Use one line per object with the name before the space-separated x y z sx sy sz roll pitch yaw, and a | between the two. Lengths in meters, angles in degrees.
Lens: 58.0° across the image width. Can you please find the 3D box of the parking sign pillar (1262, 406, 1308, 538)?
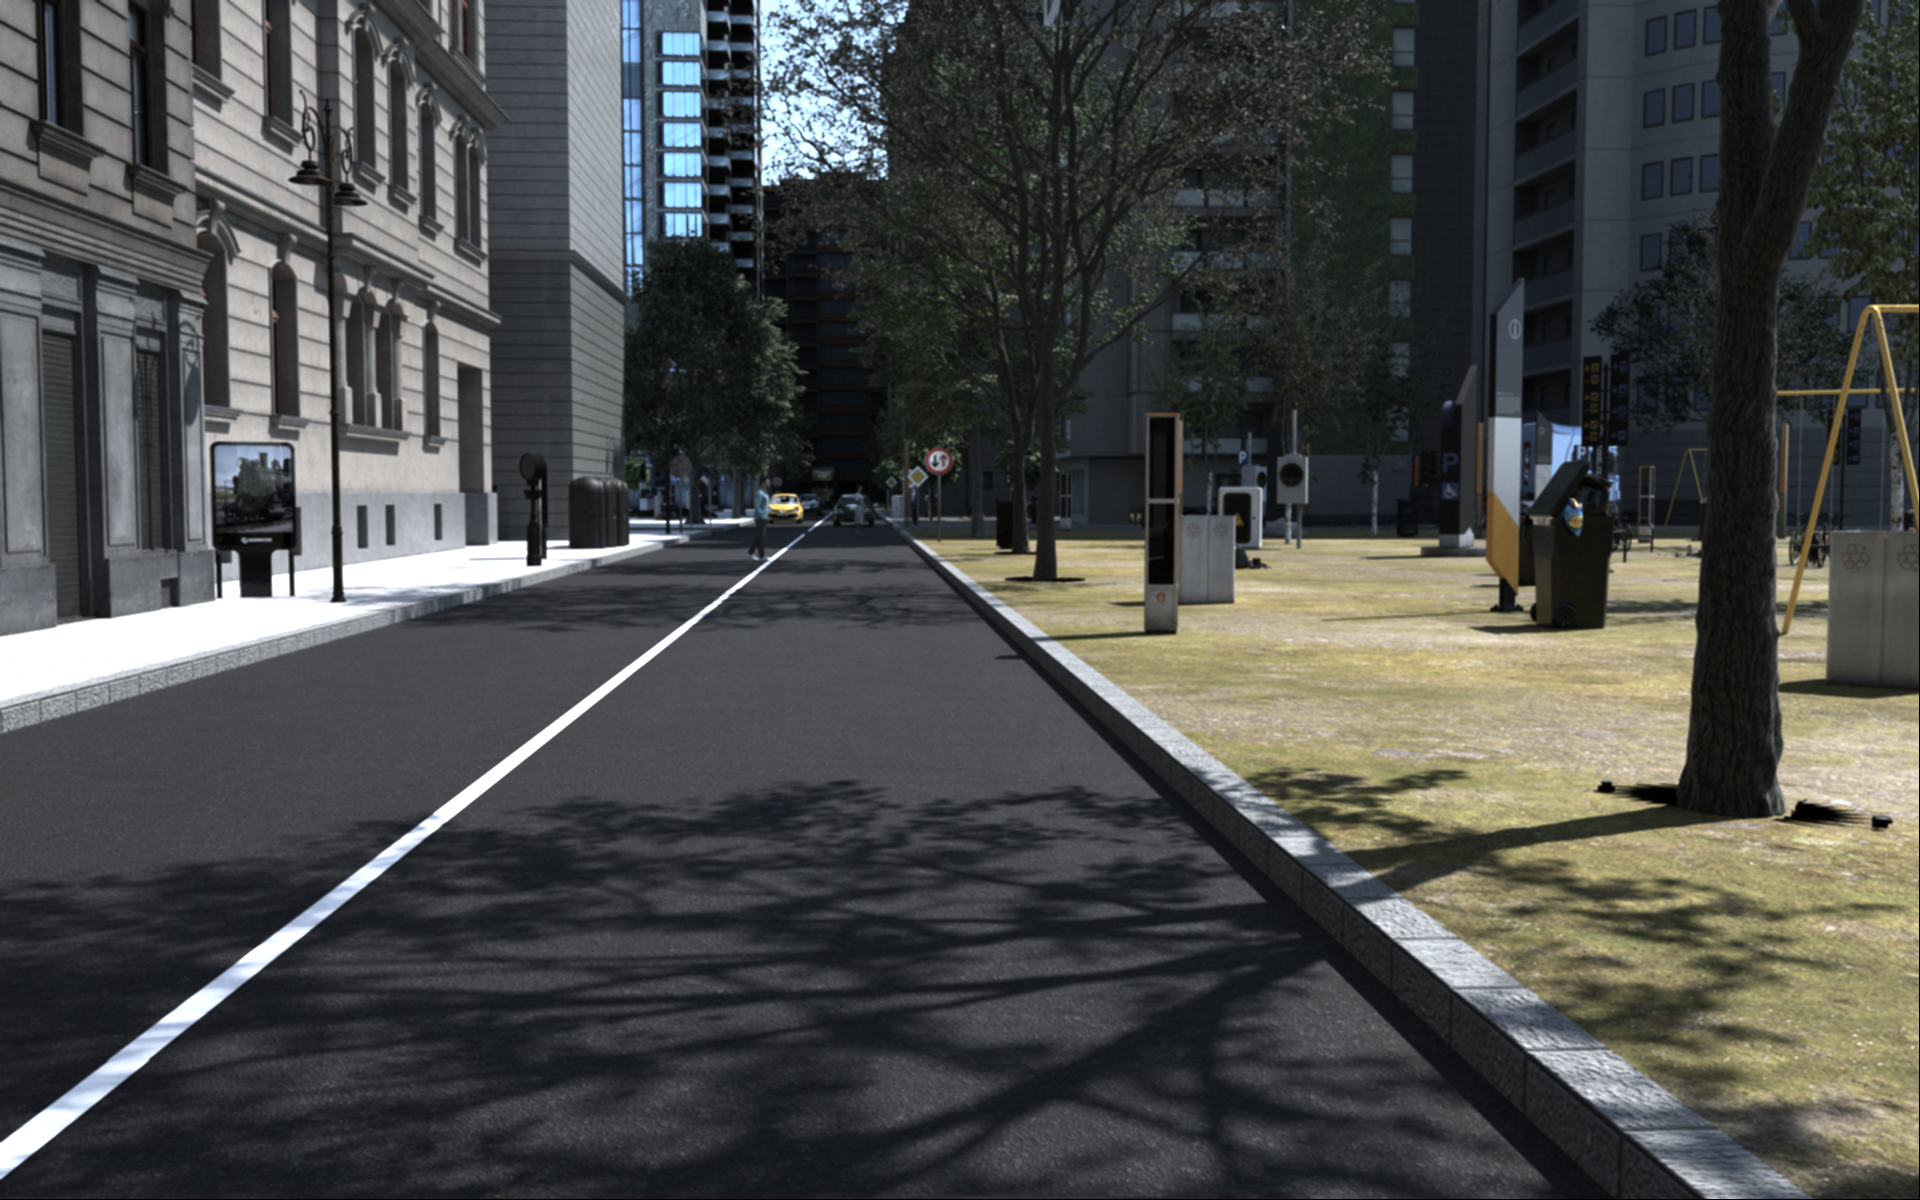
parking sign pillar | 9.683 -3.869 51.727 1.447 3.967 1.447 -1 4 -22

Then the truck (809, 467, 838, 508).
truck | -14.267 -11.823 182.226 2.839 4.237 11.283 0 4 -2

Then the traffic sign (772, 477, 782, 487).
traffic sign | -13.439 -7.785 127.384 0.768 2.556 0.104 0 4 6

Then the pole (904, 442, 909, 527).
pole | -2.086 -4.537 68.028 0.158 3.312 0.155 0 3 0

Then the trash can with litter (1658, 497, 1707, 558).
trash can with litter | 15.077 -1.483 35.313 1.678 1.210 2.233 2 4 26

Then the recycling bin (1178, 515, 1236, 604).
recycling bin | 2.800 -0.488 20.526 0.722 1.027 0.722 -1 4 -14

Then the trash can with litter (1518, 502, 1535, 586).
trash can with litter | 8.242 -0.789 24.293 1.055 1.170 0.624 2 4 32

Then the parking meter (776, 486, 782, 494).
parking meter | -13.224 -7.383 126.420 0.399 1.863 0.255 3 5 44

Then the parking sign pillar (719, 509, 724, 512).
parking sign pillar | -17.834 -8.369 125.308 1.447 3.967 1.447 -1 4 -15

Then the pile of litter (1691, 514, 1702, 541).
pile of litter | 20.705 -2.049 47.463 1.176 0.858 1.719 -1 4 -9

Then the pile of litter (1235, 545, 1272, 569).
pile of litter | 4.632 -0.998 30.276 1.176 0.858 1.719 -2 4 -34

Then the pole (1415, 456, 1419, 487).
pole | 24.462 -6.051 92.773 0.158 3.312 0.155 0 3 0

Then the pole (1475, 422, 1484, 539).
pole | 14.773 -3.390 49.276 0.158 3.312 0.155 0 3 0

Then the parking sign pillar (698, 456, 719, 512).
parking sign pillar | -18.043 -8.152 121.751 1.447 3.967 1.447 0 4 7

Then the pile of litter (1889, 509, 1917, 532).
pile of litter | 27.154 -2.188 49.731 1.176 0.858 1.719 -1 4 -21

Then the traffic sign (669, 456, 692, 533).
traffic sign | -9.257 -3.503 57.387 0.768 2.556 0.104 0 4 5

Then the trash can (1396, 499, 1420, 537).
trash can | 13.418 -2.462 51.912 0.748 1.137 0.748 0 3 0

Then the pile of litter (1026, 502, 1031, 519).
pile of litter | 3.277 -4.693 90.689 1.719 0.858 1.176 -3 5 -40

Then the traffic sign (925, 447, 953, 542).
traffic sign | -0.559 -2.840 46.532 0.768 2.556 0.104 0 4 -2

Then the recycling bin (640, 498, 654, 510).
recycling bin | -18.977 -5.673 105.314 0.722 1.027 0.722 3 5 42

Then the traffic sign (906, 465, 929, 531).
traffic sign | -1.468 -3.462 60.248 0.795 2.450 0.064 0 4 -3

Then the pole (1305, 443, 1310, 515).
pole | 13.926 -4.619 69.356 0.158 3.312 0.155 0 3 0

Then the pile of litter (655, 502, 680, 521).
pile of litter | -14.358 -4.305 84.347 1.719 0.858 1.176 1 4 12

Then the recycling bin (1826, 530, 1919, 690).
recycling bin | 6.352 0.052 11.701 0.722 1.027 0.722 3 5 43

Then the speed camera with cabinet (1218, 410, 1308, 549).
speed camera with cabinet | 7.127 -2.838 40.744 2.038 3.252 0.660 1 4 16

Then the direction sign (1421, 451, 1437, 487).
direction sign | 24.572 -6.041 90.763 0.876 3.537 0.379 -1 4 -11

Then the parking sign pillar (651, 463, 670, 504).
parking sign pillar | -20.900 -8.095 120.828 1.447 3.967 1.447 1 4 20

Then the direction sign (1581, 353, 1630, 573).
direction sign | 10.530 -2.221 28.314 0.379 3.537 0.876 -2 4 -32

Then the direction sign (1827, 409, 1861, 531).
direction sign | 23.577 -3.319 46.265 0.379 3.537 0.876 -3 4 -36

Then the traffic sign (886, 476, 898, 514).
traffic sign | -4.353 -6.666 110.181 0.795 2.450 0.064 0 4 2

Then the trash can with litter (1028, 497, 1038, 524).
trash can with litter | 3.500 -3.877 74.781 1.055 1.170 0.624 -2 4 -24

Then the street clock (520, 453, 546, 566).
street clock | -7.602 -1.608 30.856 0.471 2.002 0.358 3 5 40

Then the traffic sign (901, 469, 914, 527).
traffic sign | -1.945 -3.950 68.219 0.795 2.450 0.064 0 4 -3

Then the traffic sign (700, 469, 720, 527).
traffic sign | -9.777 -3.922 67.773 0.795 2.450 0.064 0 4 -3

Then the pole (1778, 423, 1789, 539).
pole | 23.547 -3.405 49.523 0.158 3.312 0.155 0 3 0

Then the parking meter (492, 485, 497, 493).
parking meter | -12.738 -2.357 46.942 0.372 1.533 0.369 0 3 0

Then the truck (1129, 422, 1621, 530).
truck | 15.799 -4.577 64.588 18.799 4.110 2.967 0 4 -5

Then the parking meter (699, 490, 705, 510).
parking meter | -15.813 -5.975 106.096 0.372 1.533 0.369 0 3 0

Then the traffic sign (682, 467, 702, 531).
traffic sign | -9.300 -3.435 59.802 0.795 2.450 0.064 0 4 -3

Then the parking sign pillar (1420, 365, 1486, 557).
parking sign pillar | 10.287 -2.893 35.769 1.447 3.967 1.447 2 4 29

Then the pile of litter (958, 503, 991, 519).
pile of litter | 0.778 -4.672 90.360 1.719 0.858 1.176 0 4 5
